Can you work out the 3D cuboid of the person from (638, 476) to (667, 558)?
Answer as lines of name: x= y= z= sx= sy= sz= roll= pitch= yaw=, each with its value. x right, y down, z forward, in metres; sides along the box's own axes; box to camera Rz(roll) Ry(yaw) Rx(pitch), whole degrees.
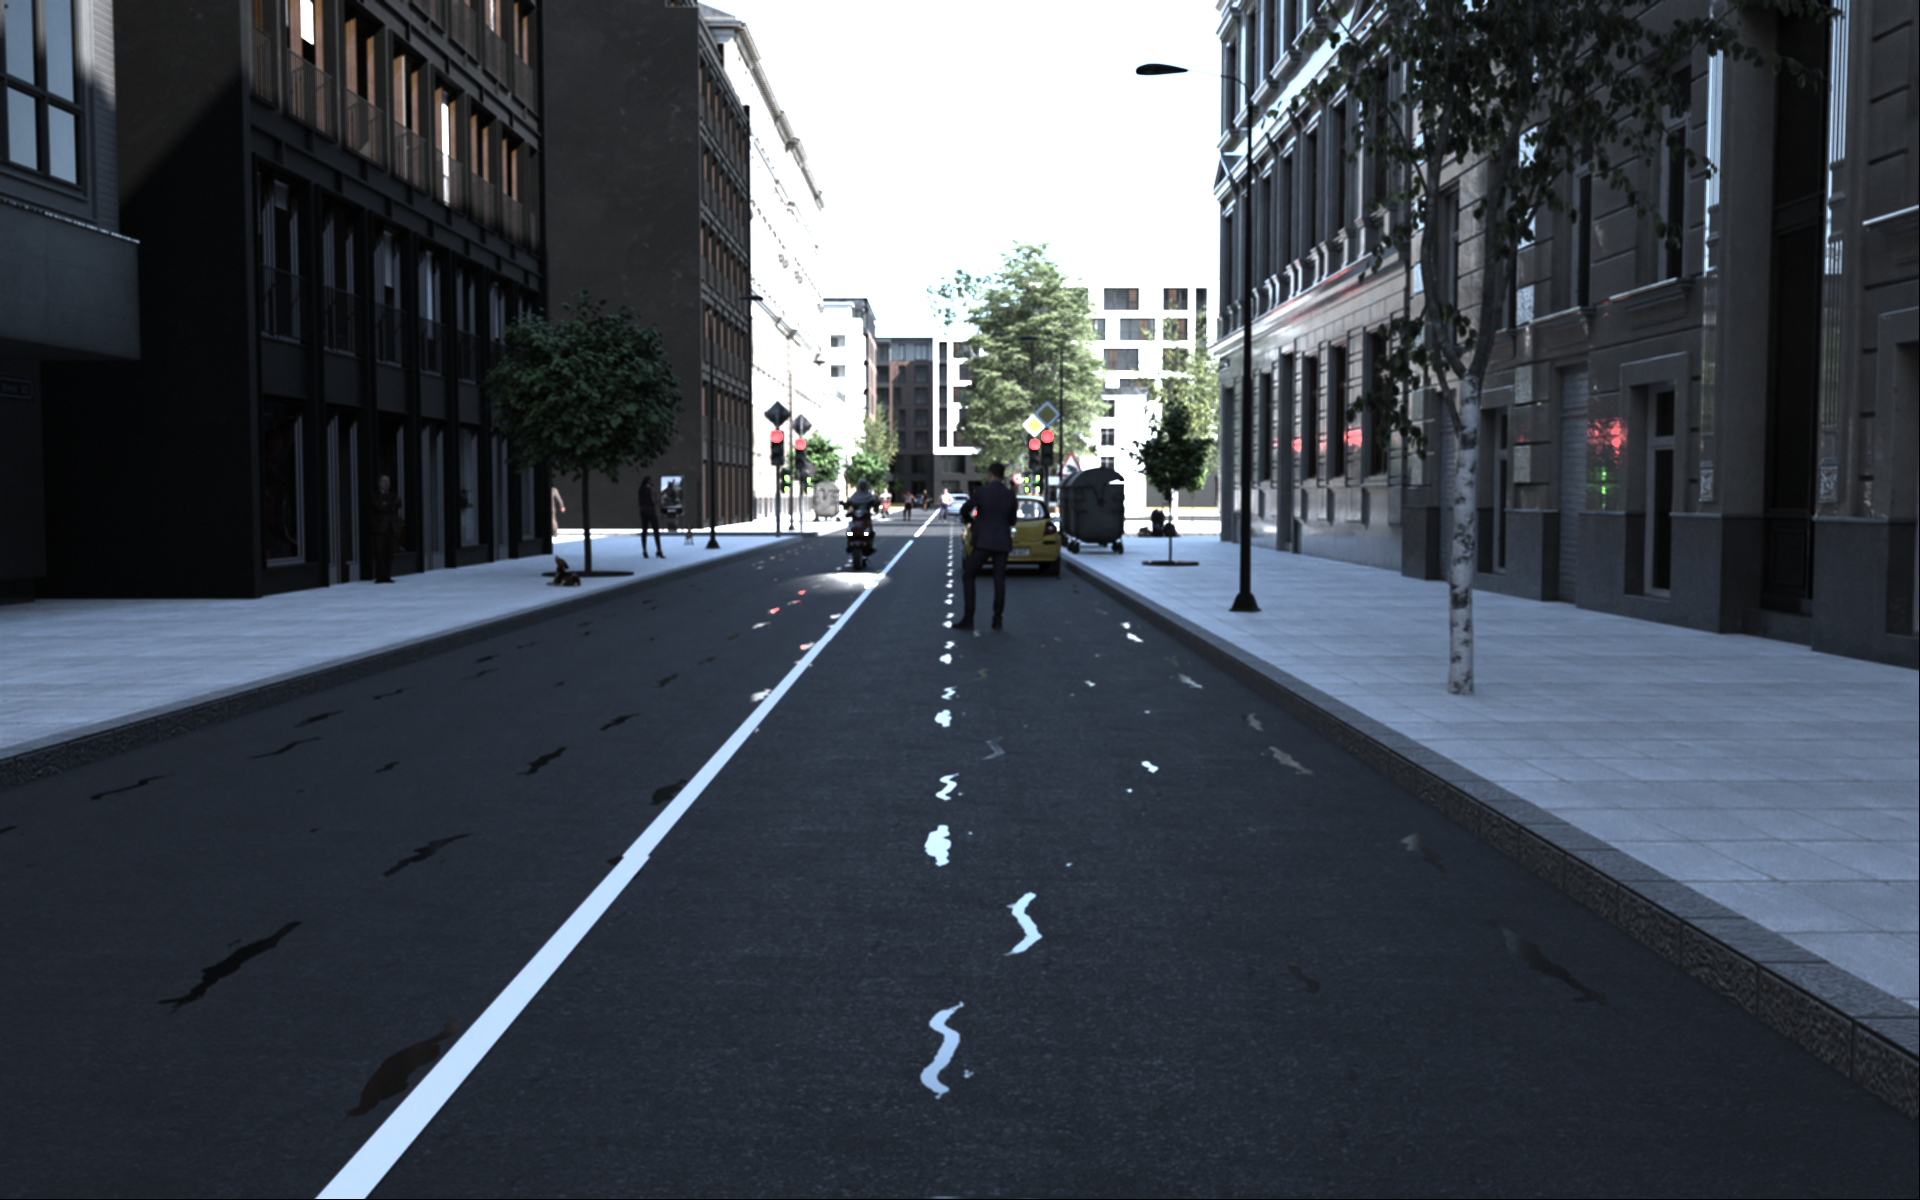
person: x=-6.153 y=-1.662 z=34.694 sx=0.593 sy=1.643 sz=0.415 roll=-1 pitch=4 yaw=-8

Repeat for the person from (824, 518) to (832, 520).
person: x=-6.425 y=-4.696 z=84.297 sx=0.593 sy=1.643 sz=0.415 roll=0 pitch=4 yaw=7

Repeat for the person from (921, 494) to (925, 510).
person: x=-3.260 y=-8.765 z=155.032 sx=0.421 sy=1.427 sz=0.697 roll=2 pitch=4 yaw=30

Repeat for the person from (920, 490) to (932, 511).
person: x=-2.918 y=-8.476 z=147.605 sx=1.217 sy=1.766 sz=0.721 roll=3 pitch=4 yaw=36

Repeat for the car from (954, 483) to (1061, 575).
car: x=0.898 y=-1.327 z=31.912 sx=2.015 sy=1.641 sz=3.980 roll=0 pitch=4 yaw=-1

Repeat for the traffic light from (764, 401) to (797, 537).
traffic light: x=-5.398 y=-3.807 z=51.494 sx=0.839 sy=4.213 sz=0.868 roll=0 pitch=4 yaw=0

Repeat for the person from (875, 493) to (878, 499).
person: x=-8.425 y=-10.043 z=170.962 sx=1.217 sy=1.735 sz=0.721 roll=2 pitch=4 yaw=33

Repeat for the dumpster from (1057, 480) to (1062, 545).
dumpster: x=3.044 y=-2.244 z=42.455 sx=1.264 sy=1.857 sz=1.865 roll=0 pitch=4 yaw=0

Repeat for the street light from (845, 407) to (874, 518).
street light: x=-5.468 y=-7.321 z=92.231 sx=1.470 sy=5.913 sz=1.316 roll=0 pitch=4 yaw=0

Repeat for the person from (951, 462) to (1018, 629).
person: x=0.252 y=-0.587 z=18.539 sx=0.683 sy=1.767 sz=0.568 roll=-1 pitch=4 yaw=-22

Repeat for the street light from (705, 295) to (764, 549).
street light: x=-5.279 y=-4.163 z=40.598 sx=1.470 sy=5.913 sz=1.316 roll=0 pitch=4 yaw=0

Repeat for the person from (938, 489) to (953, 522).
person: x=-0.784 y=-4.793 z=87.808 sx=0.756 sy=1.711 sz=0.436 roll=2 pitch=4 yaw=27

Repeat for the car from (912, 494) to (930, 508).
car: x=-4.101 y=-10.719 z=185.034 sx=2.009 sy=1.686 sz=4.222 roll=0 pitch=4 yaw=0

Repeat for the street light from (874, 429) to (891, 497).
street light: x=-5.625 y=-9.280 z=124.269 sx=1.470 sy=5.913 sz=1.316 roll=0 pitch=4 yaw=0

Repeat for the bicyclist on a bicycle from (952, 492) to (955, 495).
bicyclist on a bicycle: x=-0.563 y=-8.588 z=150.437 sx=1.499 sy=1.676 sz=1.625 roll=0 pitch=4 yaw=-2

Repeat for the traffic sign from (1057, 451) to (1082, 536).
traffic sign: x=3.371 y=-3.221 z=52.673 sx=0.884 sy=2.594 sz=0.081 roll=0 pitch=4 yaw=2

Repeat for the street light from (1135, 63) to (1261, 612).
street light: x=2.587 y=-2.831 z=18.835 sx=1.470 sy=5.913 sz=1.316 roll=0 pitch=4 yaw=0

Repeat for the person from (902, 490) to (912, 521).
person: x=-2.865 y=-5.112 z=93.537 sx=0.566 sy=1.644 sz=0.517 roll=-1 pitch=4 yaw=-11

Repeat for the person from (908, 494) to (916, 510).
person: x=-4.482 y=-9.041 z=156.266 sx=0.705 sy=1.831 sz=1.348 roll=-3 pitch=4 yaw=-37

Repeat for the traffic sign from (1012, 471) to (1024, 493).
traffic sign: x=3.249 y=-5.799 z=94.924 sx=0.768 sy=2.556 sz=0.104 roll=0 pitch=4 yaw=5

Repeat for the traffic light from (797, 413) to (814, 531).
traffic light: x=-5.432 y=-4.296 z=59.479 sx=0.839 sy=4.213 sz=0.868 roll=0 pitch=4 yaw=0

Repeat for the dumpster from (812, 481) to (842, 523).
dumpster: x=-6.008 y=-4.428 z=78.158 sx=1.264 sy=1.857 sz=1.865 roll=0 pitch=4 yaw=0

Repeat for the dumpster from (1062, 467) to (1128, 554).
dumpster: x=2.979 y=-1.955 z=37.730 sx=1.264 sy=1.857 sz=1.865 roll=0 pitch=4 yaw=0

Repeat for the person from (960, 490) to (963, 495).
person: x=0.118 y=-12.097 z=205.922 sx=0.705 sy=1.869 sz=1.348 roll=-1 pitch=4 yaw=-8

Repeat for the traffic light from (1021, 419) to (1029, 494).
traffic light: x=2.529 y=-4.299 z=59.529 sx=0.839 sy=4.213 sz=0.868 roll=0 pitch=4 yaw=0

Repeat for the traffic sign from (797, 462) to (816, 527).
traffic sign: x=-6.034 y=-4.153 z=68.015 sx=0.768 sy=2.556 sz=0.104 roll=0 pitch=4 yaw=1

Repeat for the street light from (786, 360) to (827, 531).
street light: x=-5.322 y=-5.361 z=60.194 sx=1.470 sy=5.913 sz=1.316 roll=0 pitch=4 yaw=0

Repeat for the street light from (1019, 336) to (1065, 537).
street light: x=2.442 y=-4.803 z=51.077 sx=1.470 sy=5.913 sz=1.316 roll=0 pitch=4 yaw=0

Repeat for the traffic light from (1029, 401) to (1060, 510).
traffic light: x=2.563 y=-3.810 z=51.544 sx=0.839 sy=4.213 sz=0.868 roll=0 pitch=4 yaw=0

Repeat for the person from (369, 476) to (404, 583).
person: x=-8.275 y=-1.022 z=25.028 sx=0.482 sy=1.546 sz=0.388 roll=-2 pitch=4 yaw=-35

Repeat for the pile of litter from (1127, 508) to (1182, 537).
pile of litter: x=5.817 y=-2.323 z=51.953 sx=1.719 sy=0.858 sz=1.176 roll=0 pitch=4 yaw=2

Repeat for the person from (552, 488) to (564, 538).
person: x=-12.060 y=-2.701 z=50.764 sx=0.990 sy=1.755 sz=0.434 roll=1 pitch=4 yaw=15

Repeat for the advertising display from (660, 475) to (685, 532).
advertising display: x=-9.849 y=-3.307 z=59.275 sx=0.974 sy=1.923 sz=0.123 roll=2 pitch=4 yaw=30

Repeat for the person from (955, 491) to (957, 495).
person: x=-0.320 y=-11.528 z=197.657 sx=0.721 sy=1.739 sz=1.217 roll=2 pitch=4 yaw=24

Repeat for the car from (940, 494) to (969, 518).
car: x=-0.148 y=-5.546 z=102.678 sx=2.014 sy=1.417 sz=4.499 roll=0 pitch=4 yaw=-1
